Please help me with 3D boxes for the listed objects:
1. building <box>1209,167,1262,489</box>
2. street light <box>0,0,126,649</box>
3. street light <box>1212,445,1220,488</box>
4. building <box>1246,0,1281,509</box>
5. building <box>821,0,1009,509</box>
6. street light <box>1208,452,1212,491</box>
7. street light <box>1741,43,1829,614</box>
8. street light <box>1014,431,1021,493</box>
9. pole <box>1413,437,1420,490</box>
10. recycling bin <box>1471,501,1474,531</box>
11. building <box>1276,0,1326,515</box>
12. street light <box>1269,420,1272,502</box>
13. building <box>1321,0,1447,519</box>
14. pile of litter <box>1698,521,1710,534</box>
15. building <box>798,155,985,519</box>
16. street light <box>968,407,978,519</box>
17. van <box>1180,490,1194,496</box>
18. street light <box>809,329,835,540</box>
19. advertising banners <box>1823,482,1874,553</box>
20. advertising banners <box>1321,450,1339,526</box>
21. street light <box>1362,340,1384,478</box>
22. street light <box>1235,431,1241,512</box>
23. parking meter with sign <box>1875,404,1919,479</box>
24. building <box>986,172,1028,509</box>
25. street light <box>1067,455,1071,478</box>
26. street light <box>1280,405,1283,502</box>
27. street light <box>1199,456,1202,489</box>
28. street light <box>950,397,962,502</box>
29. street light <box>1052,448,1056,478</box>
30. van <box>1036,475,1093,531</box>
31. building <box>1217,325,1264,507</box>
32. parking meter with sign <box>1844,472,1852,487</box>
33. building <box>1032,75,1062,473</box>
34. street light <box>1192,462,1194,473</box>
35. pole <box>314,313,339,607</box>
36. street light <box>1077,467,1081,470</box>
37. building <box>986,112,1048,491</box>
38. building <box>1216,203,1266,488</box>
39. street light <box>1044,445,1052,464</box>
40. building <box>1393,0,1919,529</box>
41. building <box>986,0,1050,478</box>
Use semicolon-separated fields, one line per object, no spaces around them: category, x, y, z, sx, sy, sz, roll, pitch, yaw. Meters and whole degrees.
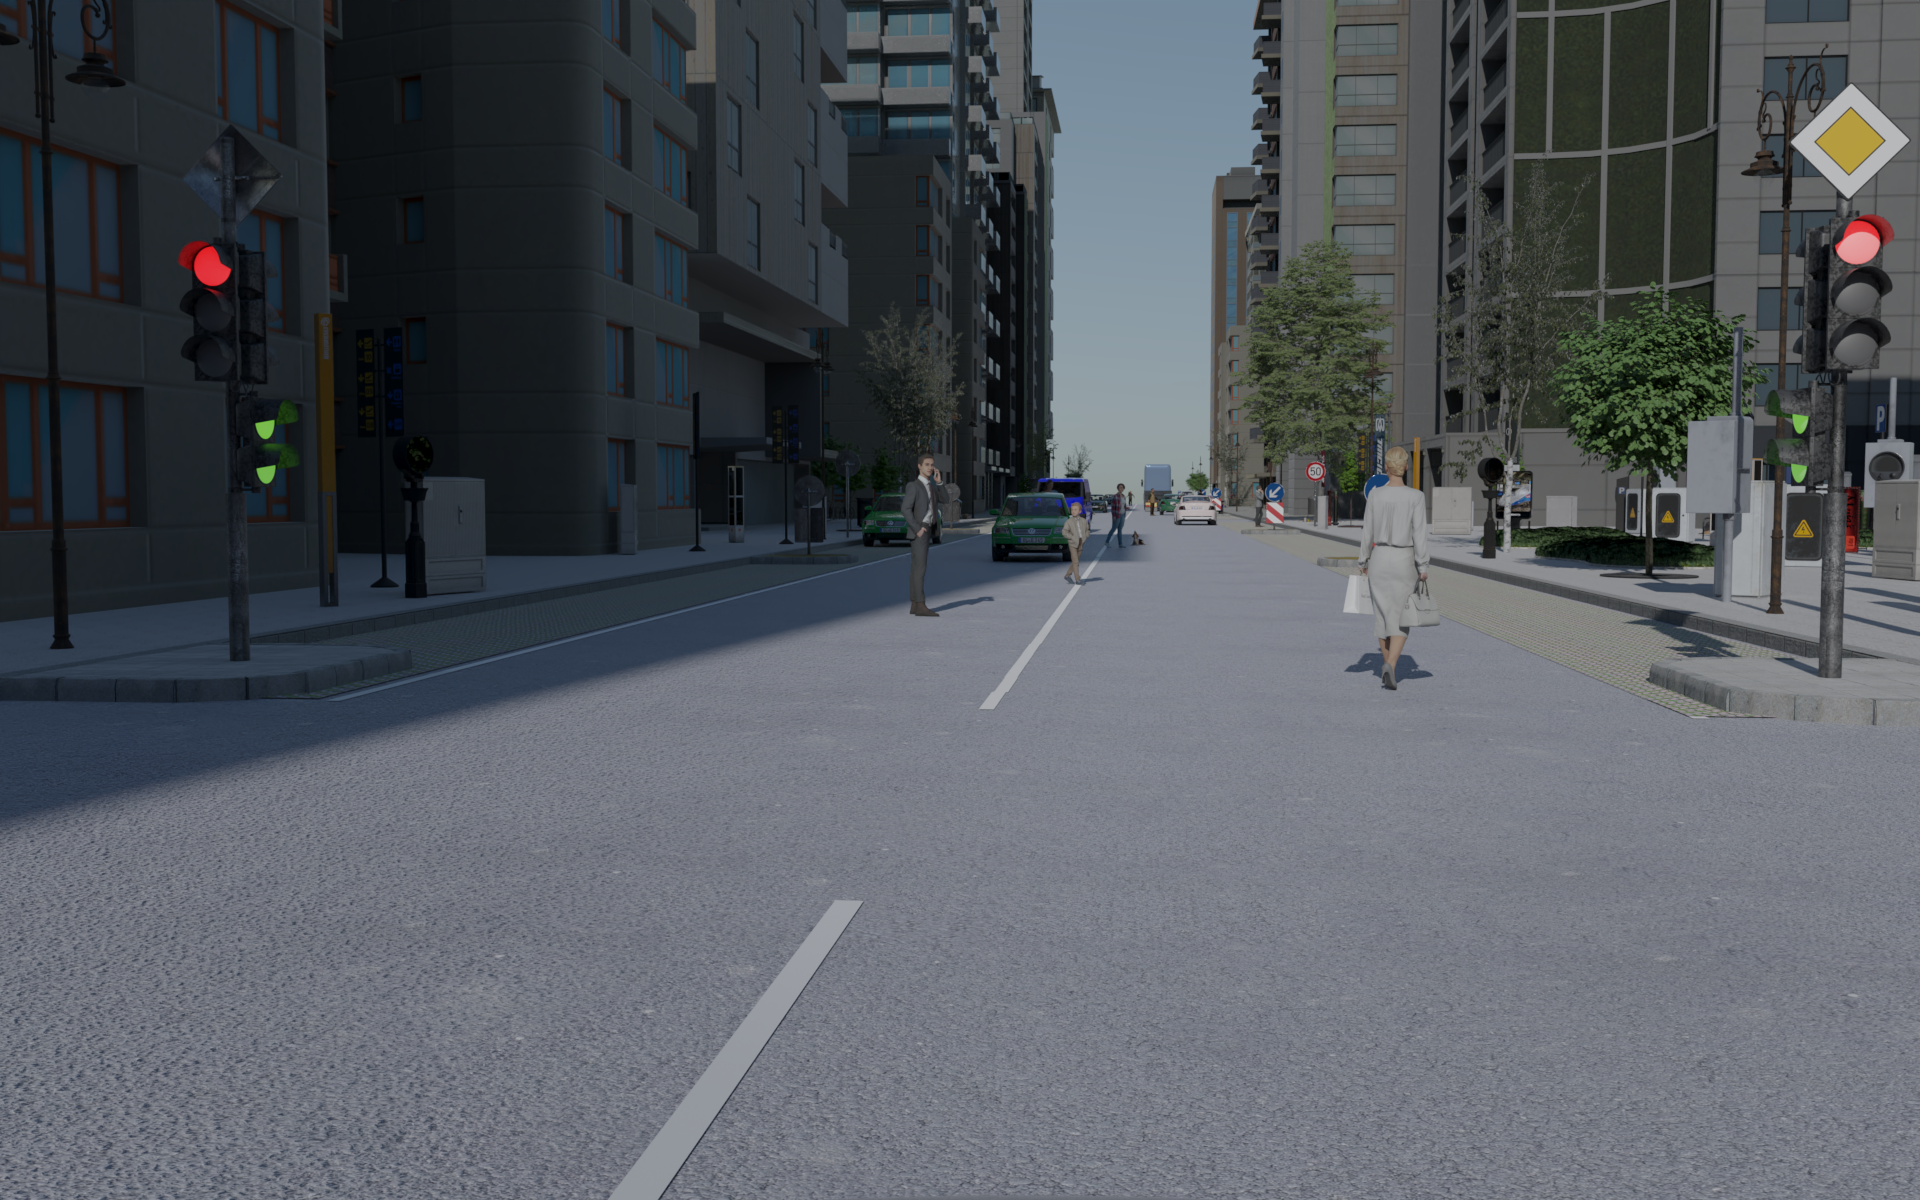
building;41.487;-35.869;236.560;14.600;45.320;14.200;0;4;6
street light;-7.462;-2.534;14.212;0.468;5.910;1.993;0;4;6
street light;23.950;-11.506;160.902;0.468;5.910;1.993;0;4;6
building;35.597;-29.915;143.731;22.147;44.769;28.867;0;4;6
building;-8.662;-31.413;133.213;23.786;49.044;30.456;0;4;6
street light;25.517;-12.442;176.217;0.468;5.910;1.993;0;4;6
street light;8.747;-2.790;18.409;0.468;5.910;1.993;0;4;6
street light;4.168;-9.280;124.516;0.468;5.910;1.993;0;4;6
pole;16.458;-4.198;62.477;0.158;3.312;0.155;0;3;0
recycling bin;17.470;-2.940;60.622;0.722;1.027;0.722;-2;4;-24
building;31.924;-35.037;114.858;21.231;58.520;28.212;0;4;6
street light;16.793;-7.386;93.550;0.468;5.910;1.993;0;4;6
building;26.891;-25.144;94.691;14.154;41.232;14.086;0;4;6
pile of litter;24.479;-2.524;55.236;1.719;0.858;1.176;1;4;21
building;-13.585;-15.859;104.328;27.650;21.520;28.899;0;4;6
street light;0.678;-7.200;90.509;0.468;5.910;1.993;0;4;6
van;24.886;-11.193;190.010;2.013;2.044;4.112;0;4;6
street light;-3.856;-4.645;48.733;0.468;5.910;1.993;0;4;6
advertising banners;19.370;-2.539;37.703;2.074;3.025;0.090;1;4;19
advertising banners;14.891;-4.503;69.808;0.090;3.025;2.074;2;4;33
street light;12.383;-4.850;52.079;0.468;5.910;1.993;0;4;6
street light;20.365;-9.446;127.227;0.468;5.910;1.993;0;4;6
parking meter with sign;18.698;-2.277;33.495;1.738;3.016;0.543;1;4;9
building;-1.386;-23.466;155.374;14.160;30.474;14.107;0;4;6
street light;12.922;-14.274;206.162;0.468;5.910;1.993;0;4;6
street light;15.987;-6.935;86.172;0.468;5.910;1.993;0;4;6
street light;29.134;-14.502;209.889;0.468;5.910;1.993;0;4;6
street light;-0.212;-6.704;82.402;0.468;5.910;1.993;0;4;6
street light;9.286;-12.214;172.492;0.468;5.910;1.993;0;4;6
van;3.825;-3.669;64.374;2.240;2.365;5.245;0;4;8
building;42.960;-21.142;190.714;27.650;21.520;28.899;0;4;6
parking meter with sign;30.147;-3.858;59.344;1.738;3.016;0.543;1;4;20
building;-1.847;-38.833;224.152;28.713;52.752;27.495;0;4;6
street light;32.851;-16.626;244.618;0.468;5.910;1.993;0;4;6
pole;-7.198;-1.579;19.665;0.158;3.312;0.155;0;3;0
street light;16.477;-16.343;239.993;0.468;5.910;1.993;0;4;6
building;1.738;-30.403;180.691;14.154;41.232;14.086;0;4;6
building;48.591;-32.062;216.092;32.217;40.220;23.993;0;4;6
street light;7.862;-11.354;158.430;0.468;5.910;1.993;0;4;6
building;30.000;-38.672;70.535;20.563;71.187;20.611;0;4;6
building;-0.065;-46.472;198.069;20.563;71.187;20.611;0;4;6
